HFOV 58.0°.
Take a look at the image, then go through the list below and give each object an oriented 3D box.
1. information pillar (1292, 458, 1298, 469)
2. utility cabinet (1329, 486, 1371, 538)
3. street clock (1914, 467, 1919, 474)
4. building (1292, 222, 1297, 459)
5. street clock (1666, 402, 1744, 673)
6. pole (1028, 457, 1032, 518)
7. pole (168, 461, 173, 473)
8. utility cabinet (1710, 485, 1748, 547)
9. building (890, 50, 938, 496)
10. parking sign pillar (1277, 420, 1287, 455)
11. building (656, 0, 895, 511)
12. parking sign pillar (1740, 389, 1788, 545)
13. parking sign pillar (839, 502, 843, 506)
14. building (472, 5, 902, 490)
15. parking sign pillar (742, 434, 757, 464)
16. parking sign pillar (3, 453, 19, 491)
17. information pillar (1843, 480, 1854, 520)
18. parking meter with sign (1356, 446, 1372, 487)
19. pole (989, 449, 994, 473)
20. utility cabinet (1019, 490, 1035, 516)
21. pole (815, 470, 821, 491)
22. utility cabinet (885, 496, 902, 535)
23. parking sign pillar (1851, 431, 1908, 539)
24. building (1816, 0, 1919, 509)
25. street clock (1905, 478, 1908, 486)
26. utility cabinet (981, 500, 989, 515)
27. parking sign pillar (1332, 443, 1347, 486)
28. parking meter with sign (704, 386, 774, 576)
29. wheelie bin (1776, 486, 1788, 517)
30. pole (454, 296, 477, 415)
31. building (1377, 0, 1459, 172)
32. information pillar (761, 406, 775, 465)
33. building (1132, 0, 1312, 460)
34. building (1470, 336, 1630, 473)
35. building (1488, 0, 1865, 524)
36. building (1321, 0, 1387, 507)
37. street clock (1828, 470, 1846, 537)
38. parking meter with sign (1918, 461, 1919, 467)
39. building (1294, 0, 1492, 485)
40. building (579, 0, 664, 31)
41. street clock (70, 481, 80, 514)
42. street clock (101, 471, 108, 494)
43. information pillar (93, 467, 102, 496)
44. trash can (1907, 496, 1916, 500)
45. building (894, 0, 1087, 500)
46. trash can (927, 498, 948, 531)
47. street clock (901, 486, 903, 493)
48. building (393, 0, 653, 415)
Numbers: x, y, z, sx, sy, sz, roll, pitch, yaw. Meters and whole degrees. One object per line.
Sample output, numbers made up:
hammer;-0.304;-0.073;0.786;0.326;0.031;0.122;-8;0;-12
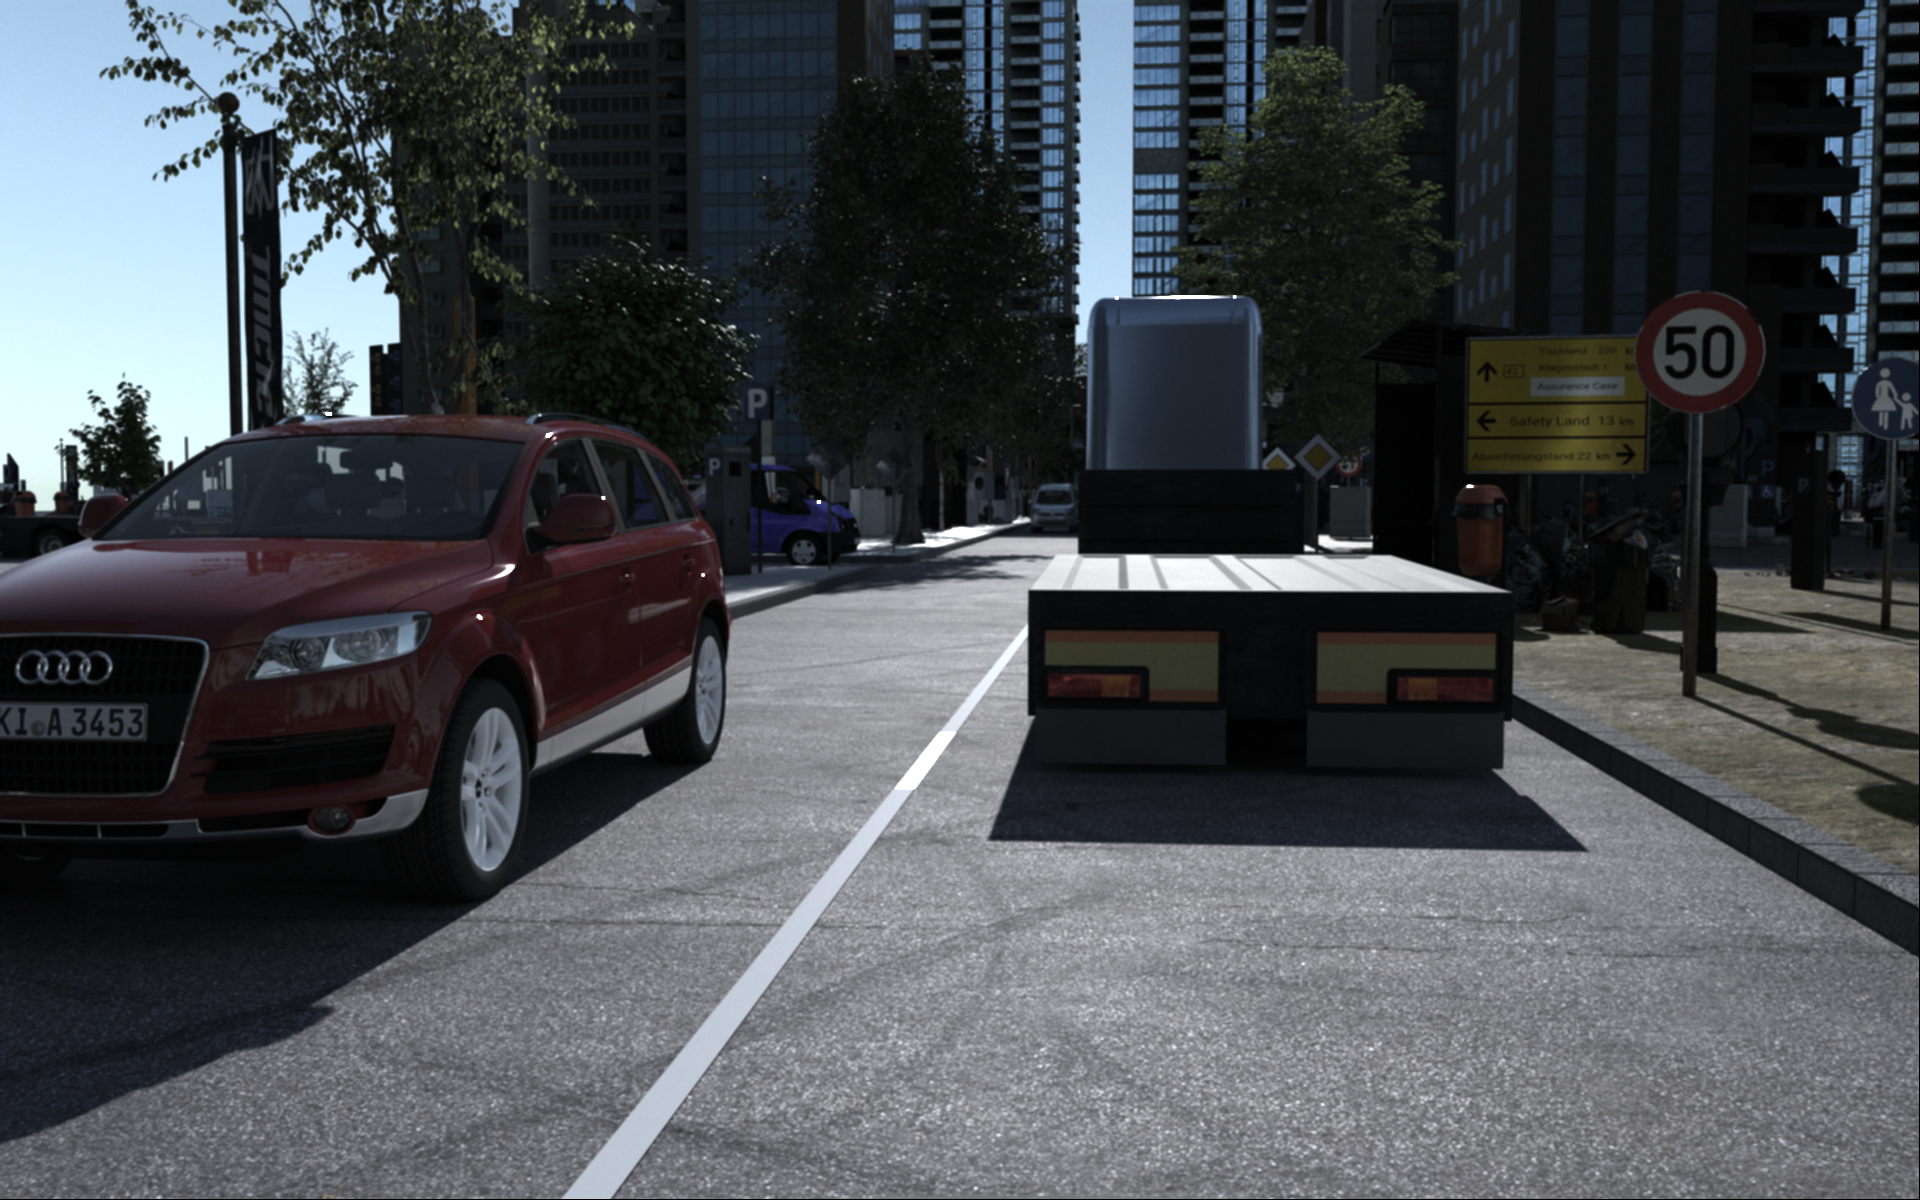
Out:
information pillar;19.950;-6.865;103.599;0.504;3.616;0.183;2;4;27
utility cabinet;11.250;-2.521;49.894;1.173;1.500;0.318;3;5;42
street clock;26.045;-2.592;46.953;0.358;2.002;0.471;0;4;4
building;39.017;-24.157;166.675;14.160;30.474;14.107;0;4;6
street clock;5.329;-0.481;12.440;0.471;2.002;0.358;0;4;-2
pole;3.753;-6.078;93.219;0.158;3.312;0.155;0;3;0
pole;-50.460;-7.142;110.612;0.158;3.312;0.155;0;3;0
utility cabinet;18.150;-2.001;41.396;1.173;1.500;0.318;3;5;41
building;-15.184;-31.398;167.989;28.867;44.769;22.147;0;4;6
parking sign pillar;11.402;-4.577;63.302;1.447;3.967;1.447;-1;4;-22
building;-12.378;-28.838;121.615;14.600;45.320;14.200;0;4;6
parking sign pillar;20.254;-3.391;43.911;1.447;3.967;1.447;0;4;6
parking sign pillar;-6.709;-6.331;91.979;1.447;3.967;1.447;2;4;27
building;-20.034;-27.514;141.733;32.217;40.220;23.993;0;4;6
parking sign pillar;-9.677;-5.505;78.475;1.447;3.967;1.447;2;4;29
parking sign pillar;-62.389;-7.672;113.915;1.447;3.967;1.447;3;4;38
information pillar;44.863;-5.074;87.448;0.304;2.012;0.304;-1;4;-15
parking meter with sign;14.769;-4.098;63.262;0.543;3.016;1.738;1;4;15
pole;1.434;-5.161;78.227;0.158;3.312;0.155;0;3;0
utility cabinet;3.905;-5.707;101.989;1.173;1.500;0.318;-3;5;-43
pole;-5.544;-4.513;67.636;0.158;3.312;0.155;0;3;0
utility cabinet;-2.111;-2.685;55.063;1.020;1.237;0.306;-1;4;-22
parking sign pillar;26.469;-3.748;49.759;1.447;3.967;1.447;0;4;8
building;79.616;-51.623;156.703;31.000;86.520;22.319;0;4;6
street clock;40.098;-4.184;72.974;0.471;2.002;0.358;3;5;43
utility cabinet;1.129;-4.406;83.195;1.020;1.237;0.306;0;4;6
parking sign pillar;19.548;-6.150;89.032;1.447;3.967;1.447;0;4;-5
parking meter with sign;-3.695;-1.906;27.423;0.543;3.016;1.738;2;4;32
wheelie bin;32.080;-3.688;68.204;0.980;1.594;0.693;-2;4;-29
pole;-5.100;-1.473;17.925;0.158;3.312;0.155;0;3;0
building;31.496;-20.223;102.351;14.160;30.474;14.107;0;4;6
information pillar;-4.260;-2.881;38.453;0.183;3.616;0.504;-2;4;-35
building;33.075;-55.111;213.734;31.000;86.520;22.319;0;4;6
building;63.792;-36.308;213.251;30.456;49.044;23.786;0;4;6
building;31.300;-26.274;79.696;14.600;45.320;14.200;0;4;6
building;38.206;-35.970;130.109;21.231;58.520;28.212;0;4;6
street clock;26.398;-2.913;52.202;0.358;2.002;0.471;-1;4;-17
parking meter with sign;50.314;-5.755;90.355;0.543;3.016;1.738;2;4;27
building;37.251;-30.709;152.200;14.600;45.320;14.200;0;4;6
building;-43.347;-55.604;221.795;31.000;86.520;22.319;0;4;6
street clock;-45.914;-5.216;89.850;0.471;2.002;0.358;-1;4;-12
street clock;-25.871;-2.935;52.562;0.471;2.002;0.358;-2;4;-33
information pillar;-52.842;-7.016;106.072;0.504;3.616;0.183;-1;4;-14
trash can;58.595;-5.812;106.676;0.748;1.137;0.748;0;3;0
building;1.966;-55.333;217.372;31.000;86.520;22.319;0;4;6
trash can;-0.778;-3.015;60.945;0.748;1.137;0.748;0;3;0
street clock;-2.149;-3.900;68.336;0.358;2.002;0.471;-3;5;-41
building;-40.990;-33.467;170.891;21.600;48.544;21.300;0;4;6
